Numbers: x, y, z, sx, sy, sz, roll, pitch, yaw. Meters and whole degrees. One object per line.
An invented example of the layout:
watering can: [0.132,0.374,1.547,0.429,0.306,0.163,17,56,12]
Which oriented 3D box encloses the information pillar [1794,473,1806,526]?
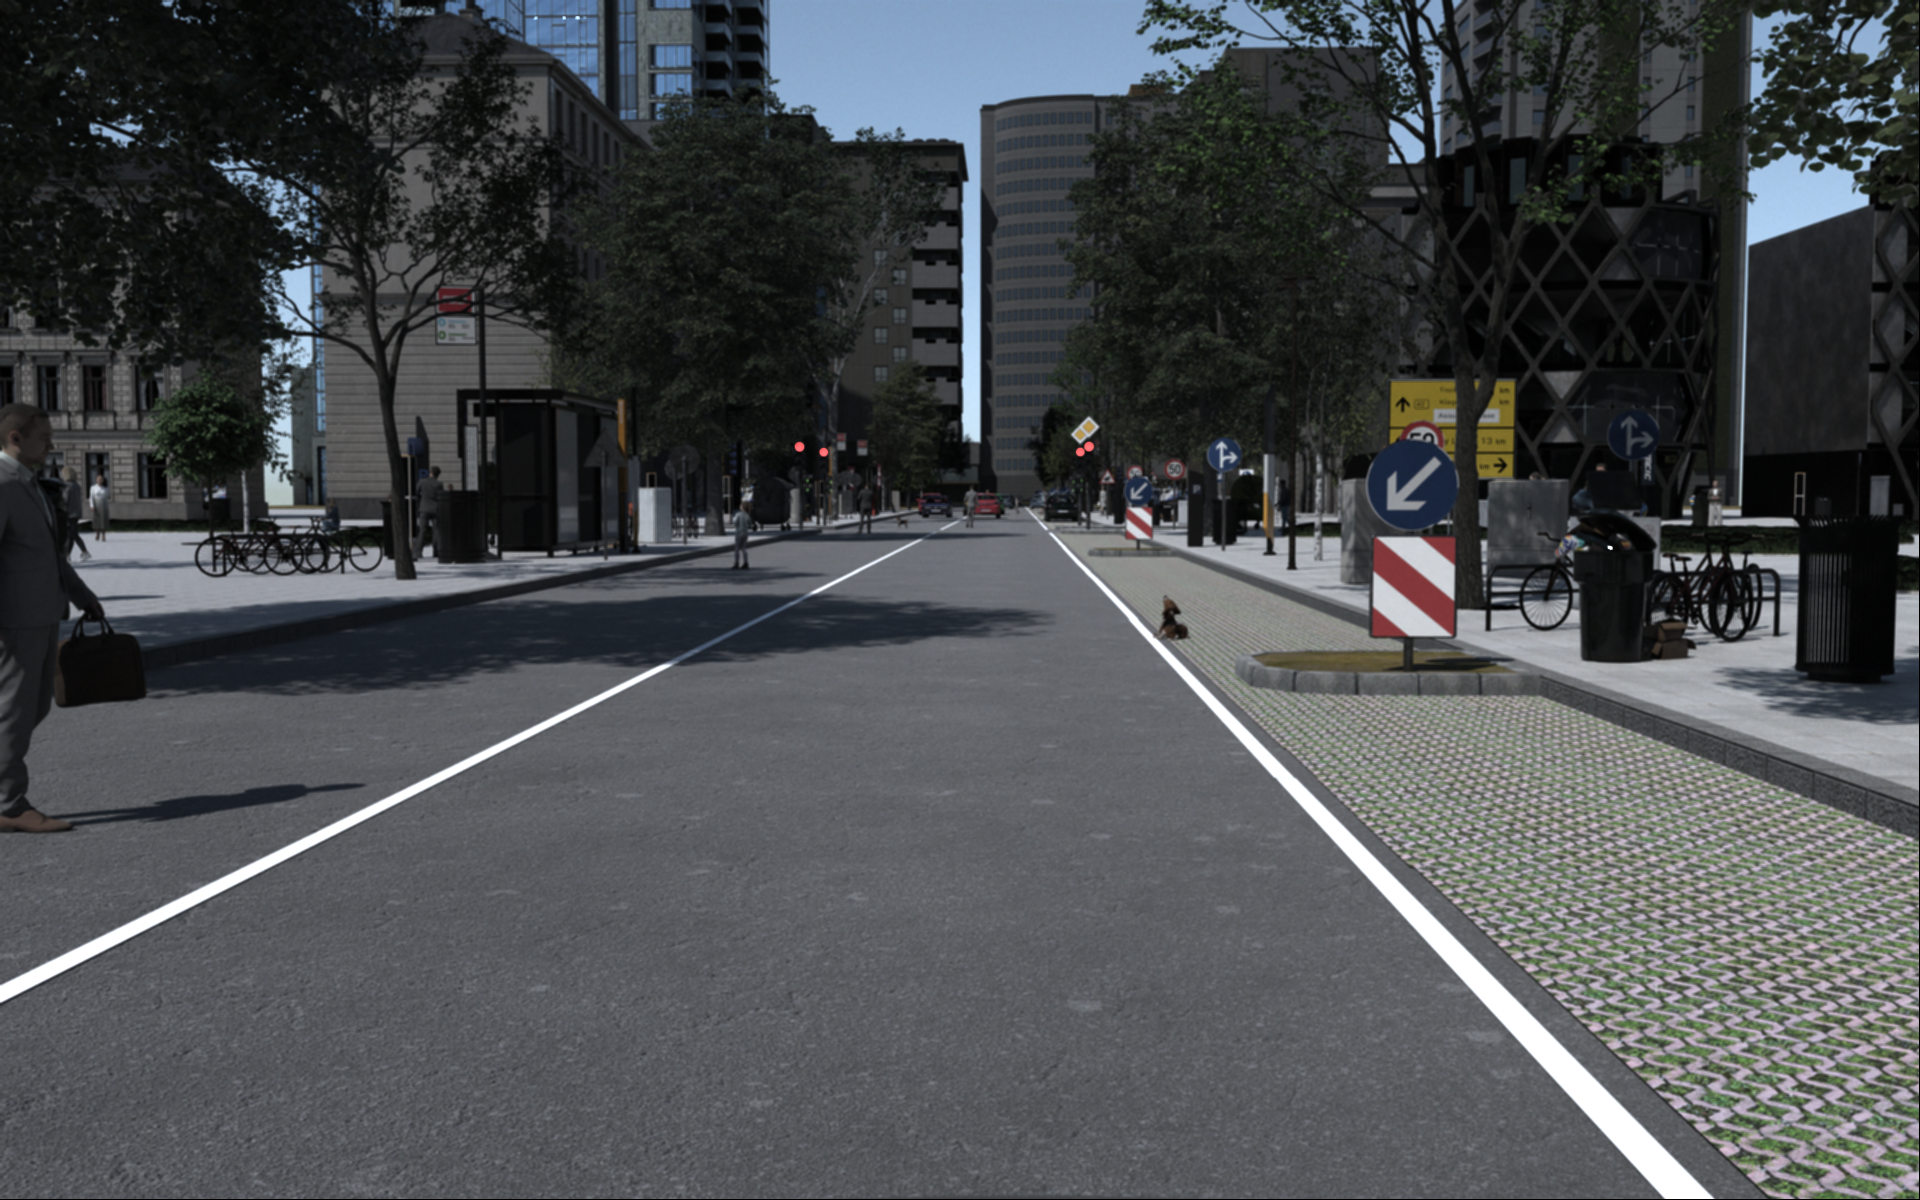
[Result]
information pillar: [28.886,-3.368,59.567,0.304,2.012,0.304,2,4,32]

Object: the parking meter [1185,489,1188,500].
parking meter: [10.259,-4.231,77.592,0.372,1.533,0.369,0,3,0]

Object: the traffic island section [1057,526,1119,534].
traffic island section: [4.651,-2.457,62.461,2.009,0.180,2.903,0,4,2]

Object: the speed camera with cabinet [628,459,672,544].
speed camera with cabinet: [-8.369,-3.118,45.311,2.038,3.252,0.660,3,5,44]

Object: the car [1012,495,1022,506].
car: [6.727,-12.419,215.406,2.083,1.381,4.827,0,4,3]

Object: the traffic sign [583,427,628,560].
traffic sign: [-6.875,-2.052,33.557,0.884,2.594,0.081,0,4,4]

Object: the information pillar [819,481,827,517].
information pillar: [-7.561,-5.578,95.686,0.304,2.012,0.304,2,4,28]

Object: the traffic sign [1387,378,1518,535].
traffic sign: [8.651,-2.242,30.535,2.265,3.308,0.079,0,4,2]

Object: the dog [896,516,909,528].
dog: [-2.406,-3.265,72.668,0.406,0.507,0.540,1,4,20]

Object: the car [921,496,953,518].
car: [-1.382,-5.706,105.877,1.945,1.354,3.894,0,4,2]

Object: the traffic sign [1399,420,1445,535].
traffic sign: [7.974,-1.827,29.980,0.768,2.556,0.104,0,4,8]

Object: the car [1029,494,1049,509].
car: [7.455,-9.164,161.827,2.014,1.417,4.499,0,4,0]

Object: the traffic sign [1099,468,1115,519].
traffic sign: [7.491,-5.375,87.890,0.884,2.594,0.081,1,4,11]

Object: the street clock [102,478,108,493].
street clock: [-37.484,-4.357,75.811,0.358,2.002,0.471,-3,5,-41]

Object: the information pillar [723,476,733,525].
information pillar: [-9.548,-4.085,71.284,0.304,2.012,0.304,1,4,19]

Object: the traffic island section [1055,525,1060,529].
traffic island section: [4.895,-2.946,70.442,2.009,0.180,2.903,0,4,2]

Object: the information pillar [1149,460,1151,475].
information pillar: [13.146,-7.871,120.046,0.183,3.616,0.504,1,4,15]

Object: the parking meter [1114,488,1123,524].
parking meter: [6.754,-3.996,73.744,0.372,1.533,0.369,0,3,0]

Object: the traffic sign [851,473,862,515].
traffic sign: [-6.385,-6.458,105.689,0.768,2.556,0.104,0,4,2]

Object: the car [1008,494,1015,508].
car: [4.654,-10.146,175.666,2.009,1.686,4.222,0,4,2]

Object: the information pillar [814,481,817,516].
information pillar: [-8.317,-5.913,101.162,0.304,2.012,0.304,-1,4,-22]

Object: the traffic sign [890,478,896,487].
traffic sign: [-5.269,-8.487,138.763,0.884,2.594,0.081,1,4,11]

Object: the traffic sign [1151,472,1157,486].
traffic sign: [10.737,-5.913,96.675,0.884,2.594,0.081,0,4,4]

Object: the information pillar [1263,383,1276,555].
information pillar: [6.477,-2.746,36.250,0.183,3.616,0.504,2,4,28]

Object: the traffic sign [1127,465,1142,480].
traffic sign: [7.748,-4.678,76.595,0.768,2.556,0.104,0,4,7]

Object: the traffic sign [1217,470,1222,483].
traffic sign: [11.798,-4.861,79.580,0.768,2.556,0.104,0,4,6]

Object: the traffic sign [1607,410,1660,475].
traffic sign: [10.208,-1.604,26.336,0.768,2.556,0.104,0,4,7]

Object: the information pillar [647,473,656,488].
information pillar: [-10.682,-3.395,59.999,0.304,2.012,0.304,-1,4,-16]

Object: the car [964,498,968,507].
car: [1.461,-10.436,180.856,2.015,1.641,3.980,0,4,1]

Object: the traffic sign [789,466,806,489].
traffic sign: [-7.223,-4.702,76.977,0.768,2.556,0.104,0,4,6]

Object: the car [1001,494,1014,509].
car: [4.145,-9.367,165.154,2.014,1.417,4.499,0,4,3]

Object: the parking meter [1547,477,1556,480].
parking meter: [20.577,-3.349,60.471,0.399,1.863,0.255,0,4,-5]

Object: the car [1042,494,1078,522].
car: [5.243,-4.874,89.479,2.009,1.686,4.222,0,4,1]

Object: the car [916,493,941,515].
car: [-1.954,-6.771,119.745,2.155,1.783,4.494,0,4,0]

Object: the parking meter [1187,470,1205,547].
parking meter: [5.748,-2.227,42.119,0.399,1.863,0.255,0,4,0]

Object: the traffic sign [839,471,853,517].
traffic sign: [-6.162,-5.721,93.647,0.768,2.556,0.104,0,4,4]

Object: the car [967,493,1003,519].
car: [1.471,-5.667,101.698,2.155,1.783,4.494,0,4,0]

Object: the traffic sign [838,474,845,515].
traffic sign: [-7.063,-6.400,104.743,0.768,2.556,0.104,0,4,3]

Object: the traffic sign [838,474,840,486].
traffic sign: [-7.583,-6.530,106.865,0.768,2.556,0.104,1,4,12]

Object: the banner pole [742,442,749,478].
banner pole: [-9.413,-5.259,76.003,0.401,3.779,0.863,-2,4,-32]

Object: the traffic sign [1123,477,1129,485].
traffic sign: [12.384,-7.772,127.180,0.768,2.556,0.104,1,4,9]

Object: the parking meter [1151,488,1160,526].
parking meter: [7.906,-3.770,70.055,0.372,1.533,0.369,0,3,0]

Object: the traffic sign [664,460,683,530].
traffic sign: [-10.080,-3.739,61.243,0.768,2.556,0.104,0,4,7]

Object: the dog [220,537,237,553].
dog: [-16.002,-1.227,37.792,0.550,0.427,0.748,-1,4,-18]

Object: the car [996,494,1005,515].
car: [2.214,-6.872,121.150,1.959,1.807,4.718,0,3,0]

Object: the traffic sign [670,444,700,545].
traffic sign: [-6.972,-2.677,43.873,0.768,2.556,0.104,0,4,4]

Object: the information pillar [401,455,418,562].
information pillar: [-10.486,-1.732,32.805,0.304,2.012,0.304,0,4,5]

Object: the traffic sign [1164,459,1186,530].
traffic sign: [7.698,-3.795,62.150,0.768,2.556,0.104,0,4,4]

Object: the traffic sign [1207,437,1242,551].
traffic sign: [5.954,-2.383,39.063,0.768,2.556,0.104,0,4,6]

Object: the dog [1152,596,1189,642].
dog: [2.040,0.182,17.224,0.550,0.427,0.748,2,4,33]

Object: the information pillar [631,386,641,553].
information pillar: [-7.067,-2.836,37.727,0.183,3.616,0.504,0,4,-6]

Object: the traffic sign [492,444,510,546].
traffic sign: [-10.342,-2.415,39.592,0.768,2.556,0.104,0,4,8]

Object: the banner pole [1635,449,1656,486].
banner pole: [23.071,-4.188,58.487,0.863,3.779,0.401,3,5,42]
